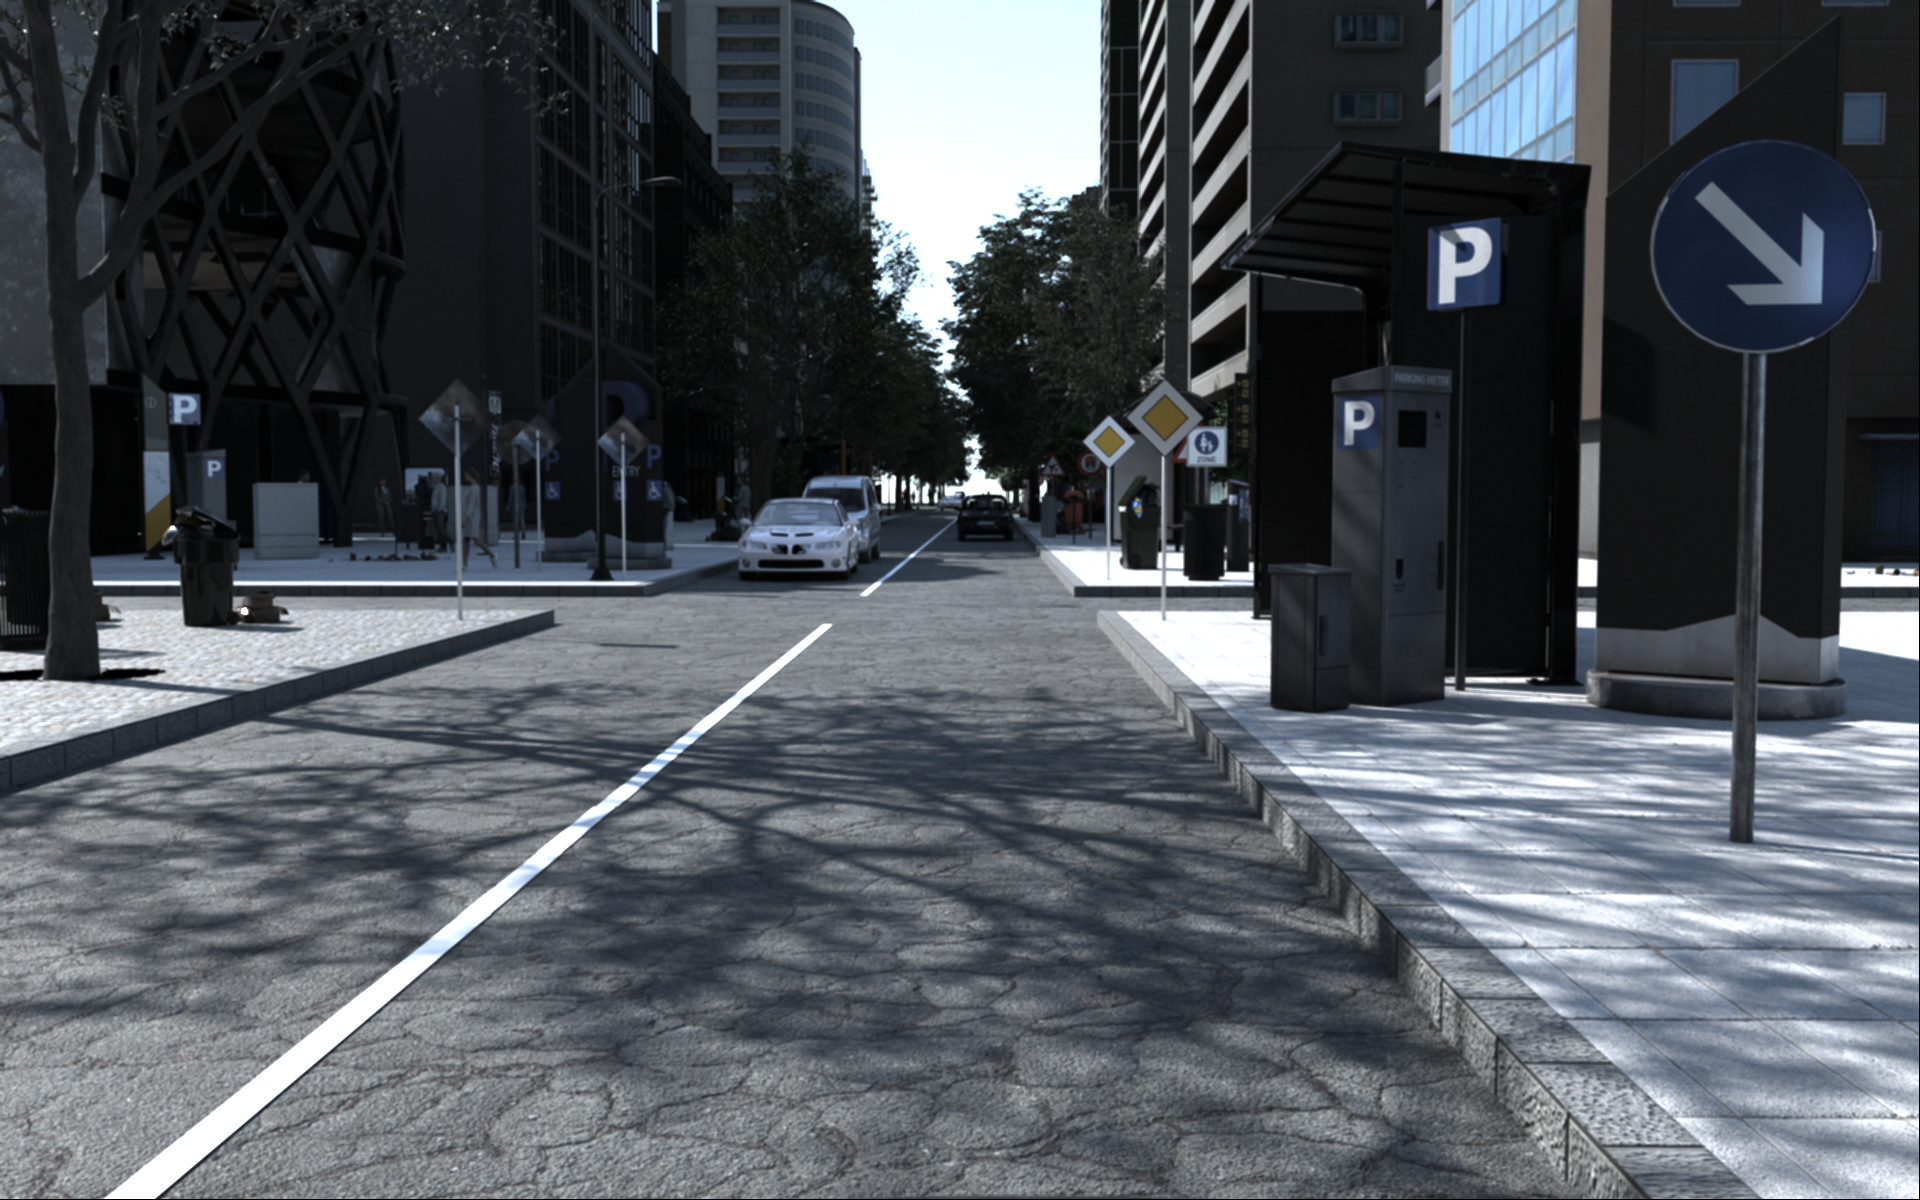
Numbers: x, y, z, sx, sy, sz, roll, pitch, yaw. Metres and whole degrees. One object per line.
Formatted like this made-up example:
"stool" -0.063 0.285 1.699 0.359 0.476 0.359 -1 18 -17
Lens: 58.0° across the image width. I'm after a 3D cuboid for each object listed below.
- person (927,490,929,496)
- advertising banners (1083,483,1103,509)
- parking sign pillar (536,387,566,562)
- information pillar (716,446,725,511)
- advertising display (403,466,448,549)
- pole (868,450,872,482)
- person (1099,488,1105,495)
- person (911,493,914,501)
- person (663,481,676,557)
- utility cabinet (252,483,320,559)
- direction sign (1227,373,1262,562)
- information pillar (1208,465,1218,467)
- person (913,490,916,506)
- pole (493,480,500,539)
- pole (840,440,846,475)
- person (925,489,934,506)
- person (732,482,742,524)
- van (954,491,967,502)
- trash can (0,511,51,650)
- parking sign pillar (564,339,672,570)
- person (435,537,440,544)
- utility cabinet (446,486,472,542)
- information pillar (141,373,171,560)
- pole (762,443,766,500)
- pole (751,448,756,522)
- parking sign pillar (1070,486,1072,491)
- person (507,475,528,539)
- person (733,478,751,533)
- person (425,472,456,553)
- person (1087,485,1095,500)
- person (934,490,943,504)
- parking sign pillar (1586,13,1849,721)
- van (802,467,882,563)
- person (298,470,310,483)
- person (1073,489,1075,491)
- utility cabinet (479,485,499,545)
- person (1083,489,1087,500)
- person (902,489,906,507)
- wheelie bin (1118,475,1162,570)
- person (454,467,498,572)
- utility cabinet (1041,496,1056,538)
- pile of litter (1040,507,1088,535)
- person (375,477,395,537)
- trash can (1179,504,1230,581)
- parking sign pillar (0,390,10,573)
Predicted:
"person" -3.830 -12.600 212.503 0.568 1.767 0.683 -2 4 -25
"advertising banners" 7.689 -6.089 95.748 2.074 3.025 0.090 0 4 -7
"parking sign pillar" -7.407 -2.732 33.143 1.447 3.967 1.447 2 4 24
"information pillar" -11.740 -5.716 84.812 0.183 3.616 0.504 3 5 40
"advertising display" -12.388 -2.138 40.168 0.974 1.923 0.123 0 4 -6
"pole" -4.147 -5.252 79.711 0.158 3.312 0.155 0 3 0
"person" 9.937 -7.082 122.658 1.217 1.723 0.721 1 4 13
"person" -6.029 -12.927 220.580 0.628 1.438 0.799 -3 5 -43
"person" -5.718 -1.612 32.392 0.794 1.824 0.713 0 4 -7
"utility cabinet" -13.274 -1.556 34.118 1.173 1.500 0.318 -3 5 -40
"direction sign" 5.526 -2.486 32.638 0.876 3.537 0.379 -2 4 -27
"information pillar" 14.422 -6.537 98.236 0.183 3.616 0.504 -2 4 -33
"person" -4.912 -11.134 188.811 0.721 1.735 1.217 -1 4 -12
"pole" -13.263 -3.403 49.484 0.158 3.312 0.155 0 3 0
"pole" -4.413 -4.376 65.389 0.158 3.312 0.155 0 3 0
"person" -3.341 -11.384 192.192 1.348 1.821 0.705 -3 5 -41
"person" -9.541 -4.188 74.872 0.532 1.782 0.716 3 5 45
"van" -0.030 -12.984 219.304 2.013 2.044 4.112 0 4 -1
"trash can" -7.772 -0.169 14.414 0.748 1.137 0.748 0 3 0
"parking sign pillar" -5.694 -2.524 29.742 1.447 3.967 1.447 3 4 38
"person" -13.616 -2.332 44.350 0.590 1.801 0.661 0 4 5
"utility cabinet" -13.304 -2.281 45.972 0.318 1.500 1.173 0 4 3
"information pillar" -15.695 -2.596 33.801 0.183 3.616 0.504 3 5 40
"pole" -7.764 -4.586 68.819 0.158 3.312 0.155 0 3 0
"pole" -9.083 -5.036 76.181 0.158 3.312 0.155 0 3 0
"parking sign pillar" 6.105 -6.707 98.130 1.447 3.967 1.447 0 4 2
"person" -12.512 -2.625 48.989 0.581 1.822 0.654 -2 4 -24
"person" -7.201 -3.116 57.183 0.583 1.804 0.606 2 4 26
"person" -11.346 -1.913 37.806 0.515 1.767 0.782 -2 4 -34
"person" 7.658 -5.743 100.036 0.694 1.812 0.767 3 5 43
"person" -2.693 -12.870 217.189 1.217 1.735 0.721 -1 4 -8
"parking sign pillar" 4.566 -1.340 10.388 1.447 3.967 1.447 3 5 40
"van" -2.640 -1.848 37.232 2.013 2.044 4.112 0 4 1
"person" -13.871 -1.867 36.752 0.466 1.800 0.511 -1 4 -11
"person" 8.927 -7.854 134.898 0.568 1.767 0.683 -1 4 -18
"utility cabinet" -11.761 -2.102 43.046 0.318 1.500 1.173 -2 4 -29
"person" 11.963 -9.700 165.161 1.217 1.766 0.721 0 4 -2
"person" -5.482 -10.070 170.633 1.348 1.831 0.705 0 4 2
"wheelie bin" 3.095 -1.332 29.684 0.693 1.594 0.980 0 4 -7
"person" -8.087 -1.349 28.850 0.466 1.731 0.760 3 5 41
"utility cabinet" 2.636 -2.461 51.397 0.306 1.237 1.020 0 4 -7
"pile of litter" 3.551 -2.526 55.259 1.176 0.858 1.719 2 4 30
"person" -17.224 -2.795 52.015 0.573 1.790 0.520 1 4 23
"trash can" 3.631 -0.862 25.749 0.748 1.137 0.748 0 3 0
"parking sign pillar" -16.231 -2.447 28.474 1.447 3.967 1.447 0 4 4
